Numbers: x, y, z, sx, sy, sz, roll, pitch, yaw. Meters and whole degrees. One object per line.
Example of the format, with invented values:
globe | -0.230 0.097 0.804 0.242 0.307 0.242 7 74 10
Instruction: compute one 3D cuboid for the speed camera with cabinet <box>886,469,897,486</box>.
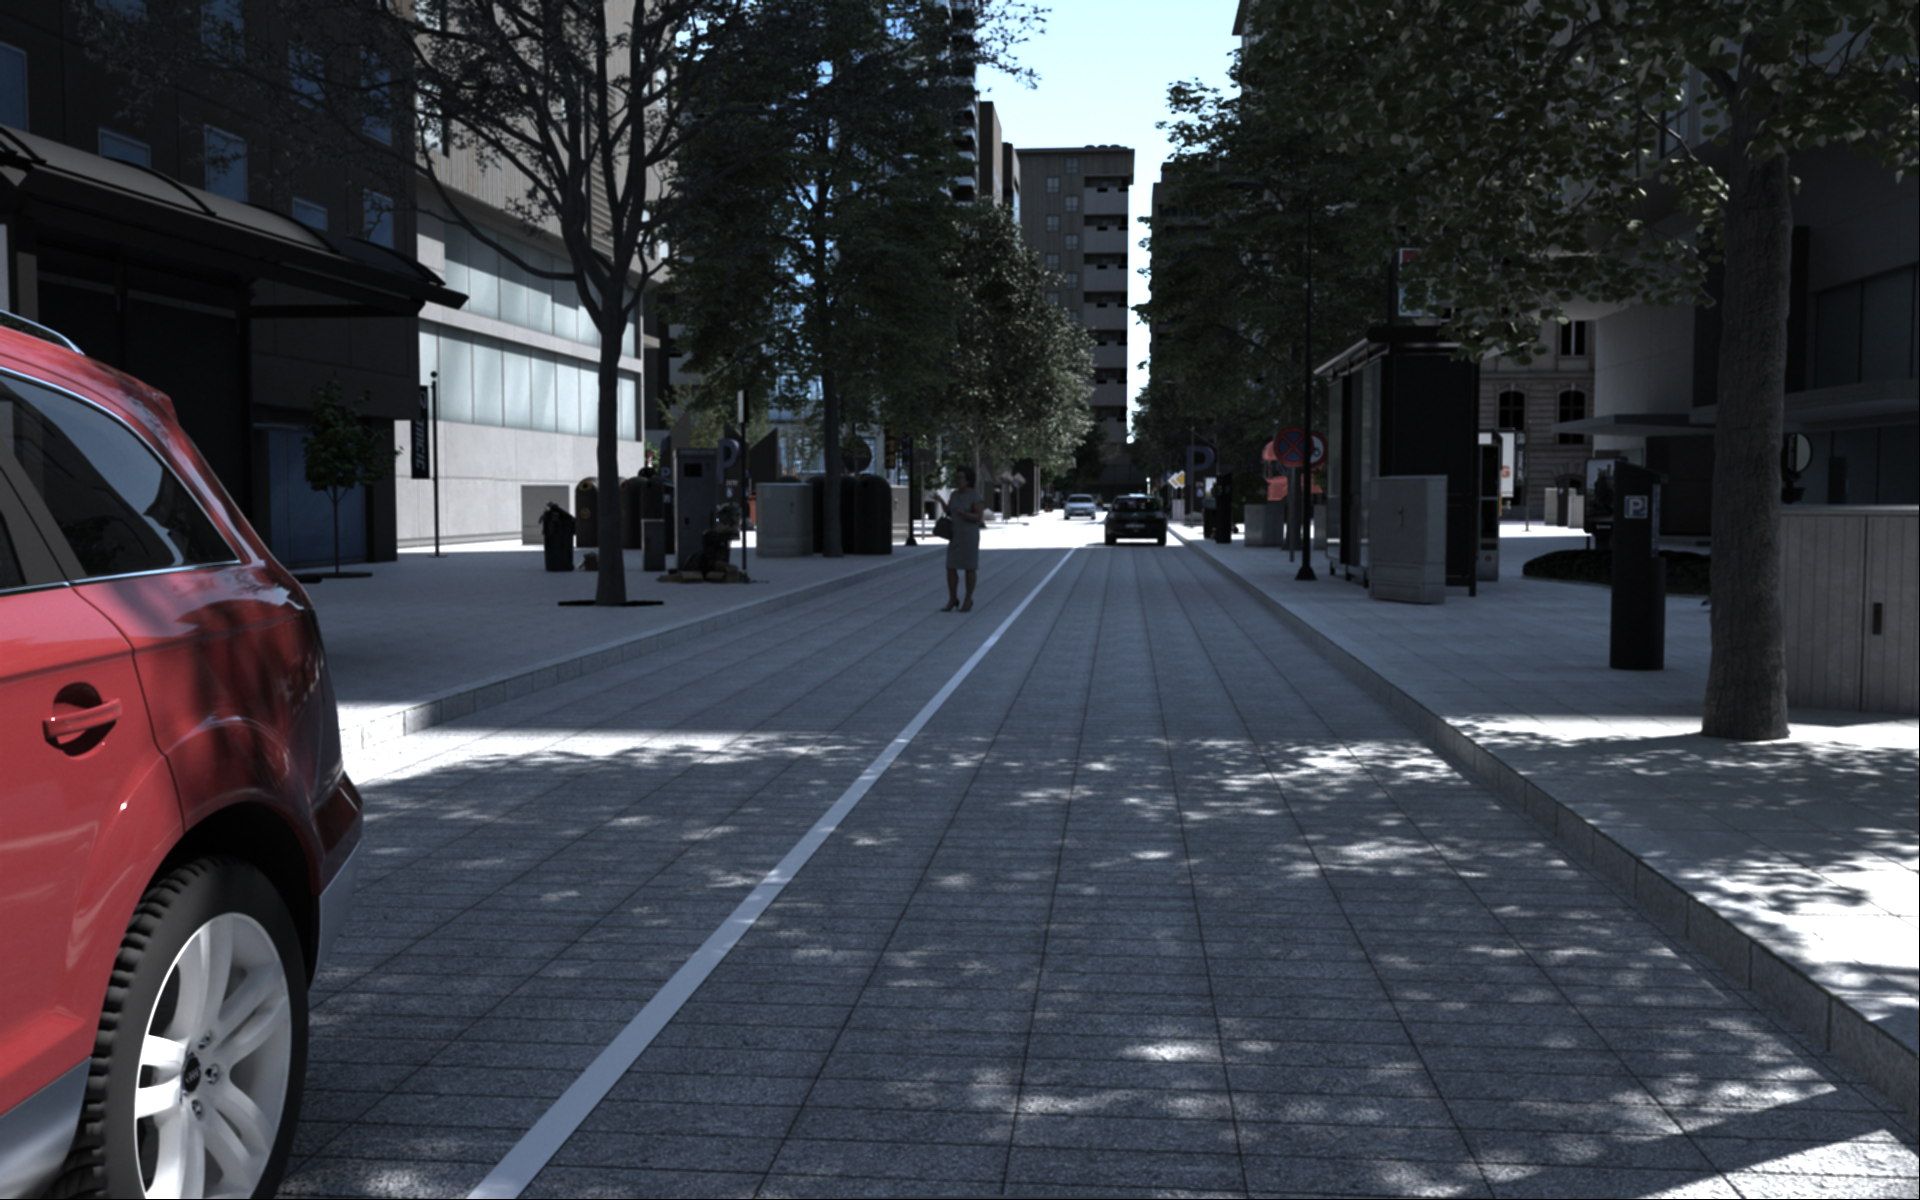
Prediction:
speed camera with cabinet | -4.370 -6.761 104.878 0.660 3.252 2.038 0 4 1

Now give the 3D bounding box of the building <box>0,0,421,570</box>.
building | -17.928 -22.975 25.746 14.600 45.320 14.200 0 4 5

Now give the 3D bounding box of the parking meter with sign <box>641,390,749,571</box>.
parking meter with sign | -4.435 -1.999 28.953 1.738 3.016 0.543 -1 4 -17

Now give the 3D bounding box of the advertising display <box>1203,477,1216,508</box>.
advertising display | 9.487 -3.607 64.184 0.974 1.923 0.123 -1 4 -15

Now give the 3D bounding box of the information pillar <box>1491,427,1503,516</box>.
information pillar | 18.534 -4.192 59.886 0.183 3.616 0.504 -2 4 -25

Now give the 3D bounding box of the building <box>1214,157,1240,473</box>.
building | 38.266 -32.328 212.160 14.154 41.232 14.086 0 4 5

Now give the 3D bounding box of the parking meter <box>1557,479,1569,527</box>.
parking meter | 23.650 -3.806 67.938 0.255 1.863 0.399 -2 4 -31

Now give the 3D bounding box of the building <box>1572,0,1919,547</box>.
building | 29.371 -27.488 38.665 28.713 52.752 27.495 0 4 5

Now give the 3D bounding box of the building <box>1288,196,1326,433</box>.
building | 26.253 -15.890 108.951 9.793 20.994 18.267 0 4 5

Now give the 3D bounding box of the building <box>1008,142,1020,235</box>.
building | -0.070 -34.662 216.840 14.200 45.320 14.600 0 4 5

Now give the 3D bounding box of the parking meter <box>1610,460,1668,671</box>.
parking meter | 4.986 -0.263 12.718 0.372 1.533 0.369 0 3 0

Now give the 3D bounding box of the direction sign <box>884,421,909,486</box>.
direction sign | -1.911 -3.788 53.929 0.876 3.537 0.379 -1 4 -9

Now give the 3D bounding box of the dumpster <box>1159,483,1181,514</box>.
dumpster | 13.646 -6.696 111.973 1.502 2.255 1.985 0 4 5

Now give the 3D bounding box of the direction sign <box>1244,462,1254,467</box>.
direction sign | 20.442 -7.998 122.772 0.379 3.537 0.876 -3 5 -40

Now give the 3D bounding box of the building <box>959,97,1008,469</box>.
building | -2.647 -33.282 194.276 14.600 45.320 14.200 0 4 5

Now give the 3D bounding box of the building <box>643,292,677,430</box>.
building | -47.041 -36.265 216.628 21.600 48.544 21.300 0 4 5

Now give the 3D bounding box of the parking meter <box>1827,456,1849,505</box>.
parking meter | 13.699 -1.305 27.054 0.255 1.863 0.399 2 4 31

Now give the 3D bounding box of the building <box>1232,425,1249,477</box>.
building | 40.243 -46.203 193.668 20.563 71.187 20.611 0 4 5

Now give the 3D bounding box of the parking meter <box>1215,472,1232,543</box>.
parking meter | 6.864 -2.410 45.117 0.399 1.863 0.255 -3 5 -39

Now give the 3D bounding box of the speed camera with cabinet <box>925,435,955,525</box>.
speed camera with cabinet | -0.561 -3.746 55.579 0.660 3.252 2.038 2 4 24

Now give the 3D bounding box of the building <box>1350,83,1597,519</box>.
building | 37.192 -16.666 91.573 34.723 24.649 14.460 0 4 5

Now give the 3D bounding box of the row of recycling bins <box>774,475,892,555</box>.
row of recycling bins | -2.818 -1.875 37.772 3.534 1.692 1.069 3 5 43

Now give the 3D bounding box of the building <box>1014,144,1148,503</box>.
building | 14.475 -41.047 260.360 27.495 52.752 28.713 0 4 5

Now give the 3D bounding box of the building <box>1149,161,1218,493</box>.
building | 38.523 -38.553 254.046 21.600 48.544 21.300 0 4 5

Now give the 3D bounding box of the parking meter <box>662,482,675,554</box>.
parking meter | -6.165 -1.749 37.001 0.372 1.533 0.369 0 3 0

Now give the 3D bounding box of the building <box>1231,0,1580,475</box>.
building | 41.711 -35.500 169.656 28.713 52.752 27.495 0 4 5

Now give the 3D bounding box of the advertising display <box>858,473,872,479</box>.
advertising display | -3.139 -2.978 53.897 0.974 1.923 0.123 -3 5 -42

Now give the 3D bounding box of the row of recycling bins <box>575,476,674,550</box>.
row of recycling bins | -7.889 -2.069 40.940 3.534 1.692 1.069 3 5 44

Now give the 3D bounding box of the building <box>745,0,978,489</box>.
building | -8.348 -52.491 170.896 22.319 86.520 31.000 0 4 5

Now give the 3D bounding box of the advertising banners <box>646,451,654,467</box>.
advertising banners | -12.924 -4.513 69.982 0.090 3.025 2.074 1 4 23

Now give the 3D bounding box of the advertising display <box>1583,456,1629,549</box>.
advertising display | 11.227 -1.524 30.133 0.123 1.923 0.974 -1 4 -20

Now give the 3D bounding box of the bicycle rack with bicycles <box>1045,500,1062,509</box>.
bicycle rack with bicycles | 7.341 -8.250 148.272 2.925 0.926 2.852 0 4 1

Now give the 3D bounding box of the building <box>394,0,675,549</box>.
building | -24.399 -28.181 50.004 27.495 52.752 28.713 0 4 5

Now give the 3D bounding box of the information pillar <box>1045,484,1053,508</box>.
information pillar | 6.612 -7.520 127.447 0.304 2.012 0.304 -2 4 -34

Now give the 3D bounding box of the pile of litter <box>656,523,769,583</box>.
pile of litter | -3.629 -0.689 25.229 1.719 0.858 1.176 3 4 37

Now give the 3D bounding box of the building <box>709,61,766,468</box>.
building | -21.533 -38.031 211.051 27.495 52.752 28.713 0 4 5

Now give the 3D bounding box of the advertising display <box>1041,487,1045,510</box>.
advertising display | 6.678 -8.200 139.286 0.123 1.923 0.974 -1 4 -11

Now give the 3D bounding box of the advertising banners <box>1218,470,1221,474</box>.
advertising banners | 18.795 -8.004 127.058 0.090 3.025 2.074 0 4 -8

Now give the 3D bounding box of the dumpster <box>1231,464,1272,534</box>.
dumpster | 9.421 -3.324 56.844 1.502 2.255 1.985 0 4 6

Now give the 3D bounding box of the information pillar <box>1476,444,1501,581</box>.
information pillar | 7.779 -1.286 25.516 0.304 2.012 0.304 1 4 11

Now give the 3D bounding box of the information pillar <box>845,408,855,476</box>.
information pillar | -2.992 -3.414 47.177 0.183 3.616 0.504 -2 4 -29

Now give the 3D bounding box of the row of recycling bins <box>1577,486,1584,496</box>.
row of recycling bins | 44.172 -6.861 119.292 3.534 1.692 1.069 0 4 -8

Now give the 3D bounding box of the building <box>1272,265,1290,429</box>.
building | 31.742 -19.335 135.214 14.460 24.649 34.723 0 4 5
